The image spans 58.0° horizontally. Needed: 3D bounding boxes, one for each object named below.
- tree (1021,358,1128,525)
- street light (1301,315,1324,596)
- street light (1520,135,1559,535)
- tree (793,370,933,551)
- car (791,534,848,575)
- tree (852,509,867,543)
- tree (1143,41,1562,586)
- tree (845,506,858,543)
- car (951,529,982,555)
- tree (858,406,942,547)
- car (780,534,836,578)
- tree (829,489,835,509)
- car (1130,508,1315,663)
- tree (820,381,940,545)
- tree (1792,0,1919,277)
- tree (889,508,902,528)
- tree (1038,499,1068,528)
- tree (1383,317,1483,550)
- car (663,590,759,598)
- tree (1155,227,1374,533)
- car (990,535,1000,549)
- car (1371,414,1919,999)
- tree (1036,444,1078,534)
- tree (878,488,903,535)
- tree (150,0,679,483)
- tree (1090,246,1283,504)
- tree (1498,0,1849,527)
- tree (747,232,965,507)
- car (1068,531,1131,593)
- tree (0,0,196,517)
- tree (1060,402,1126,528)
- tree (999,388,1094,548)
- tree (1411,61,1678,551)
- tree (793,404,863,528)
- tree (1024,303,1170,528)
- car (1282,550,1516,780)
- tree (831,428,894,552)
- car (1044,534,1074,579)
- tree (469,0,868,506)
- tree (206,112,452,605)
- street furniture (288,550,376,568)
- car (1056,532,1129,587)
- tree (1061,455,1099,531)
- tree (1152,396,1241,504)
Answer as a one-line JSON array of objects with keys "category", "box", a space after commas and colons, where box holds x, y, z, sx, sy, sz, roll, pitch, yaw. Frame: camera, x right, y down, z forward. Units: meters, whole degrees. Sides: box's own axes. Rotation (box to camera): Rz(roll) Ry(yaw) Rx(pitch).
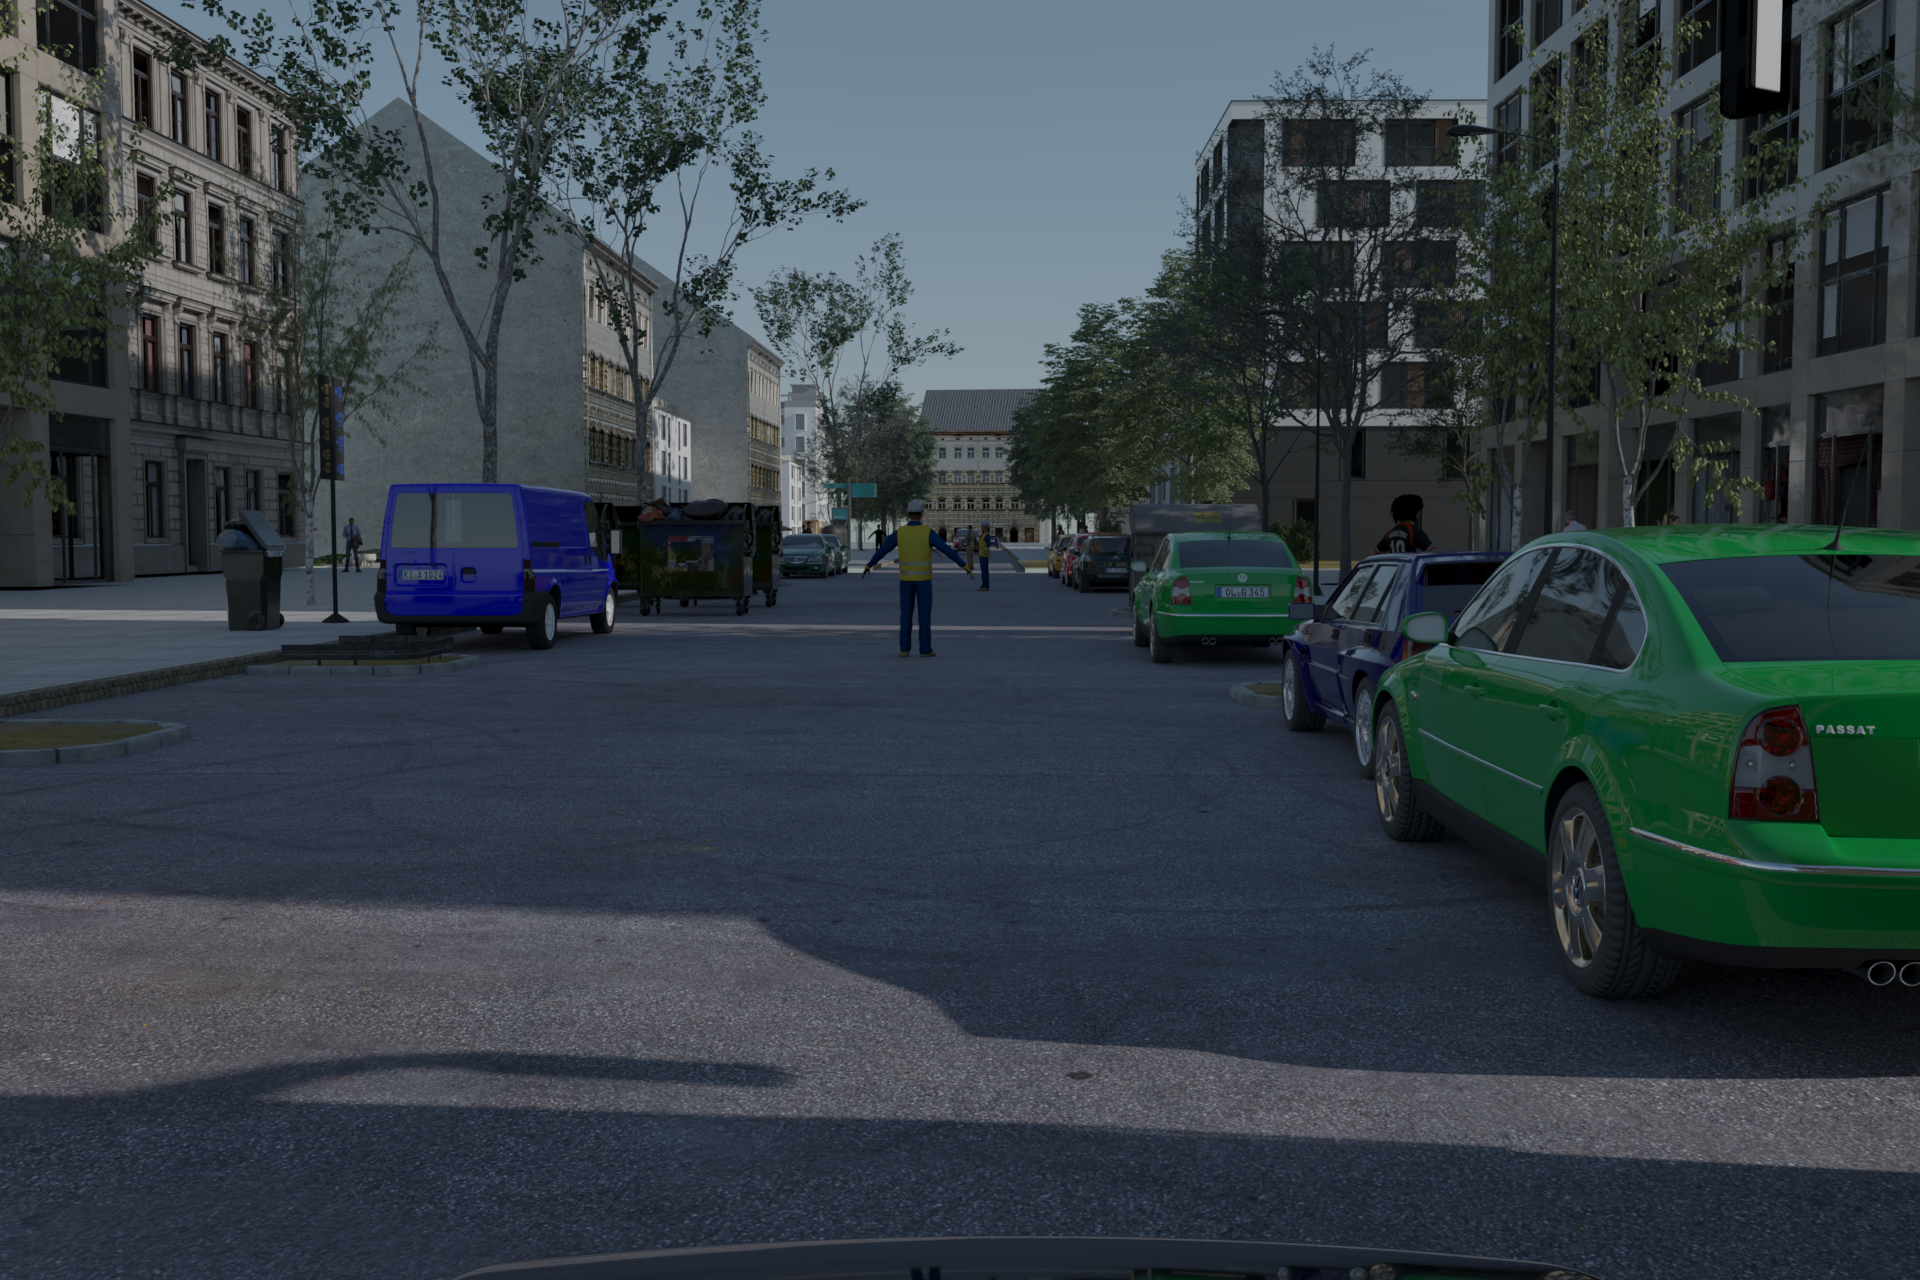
[{"category": "tree", "box": [7.876, -11.885, 112.451, 7.486, 12.596, 7.792, 0, 3, 0]}, {"category": "street light", "box": [7.958, -3.875, 35.897, 1.470, 5.913, 1.316, 0, 4, 1]}, {"category": "street light", "box": [7.297, -2.888, 19.766, 1.470, 5.913, 1.316, 0, 4, 1]}, {"category": "tree", "box": [-7.499, -13.433, 130.000, 12.009, 13.543, 11.850, 0, 3, 0]}, {"category": "car", "box": [-5.070, -3.112, 62.680, 2.131, 1.459, 4.920, 0, 4, 1]}, {"category": "tree", "box": [-14.202, -19.047, 261.774, 4.360, 8.622, 3.978, 0, 3, 0]}, {"category": "tree", "box": [9.637, -8.118, 43.099, 12.009, 13.543, 11.850, 0, 3, 0]}, {"category": "tree", "box": [-15.045, -18.653, 255.335, 4.360, 8.622, 3.978, 0, 3, 0]}, {"category": "car", "box": [0.531, -6.931, 121.990, 2.281, 1.827, 5.304, 0, 4, 1]}, {"category": "tree", "box": [-6.552, -16.149, 170.687, 9.857, 13.997, 8.962, 0, 3, 0]}, {"category": "car", "box": [-5.163, -2.791, 57.436, 2.131, 1.459, 4.920, 0, 4, 1]}, {"category": "tree", "box": [-23.346, -21.524, 262.290, 12.009, 13.543, 11.850, 0, 3, 0]}, {"category": "car", "box": [3.050, -0.722, 20.600, 1.959, 1.807, 4.718, 0, 4, 1]}, {"category": "tree", "box": [-6.484, -14.517, 144.000, 9.857, 13.997, 8.962, 0, 3, 0]}, {"category": "tree", "box": [9.344, -3.847, 13.257, 4.360, 8.622, 3.978, 0, 3, 0]}, {"category": "tree", "box": [-9.162, -18.926, 259.801, 4.737, 8.622, 4.395, 0, 3, 0]}, {"category": "tree", "box": [9.483, -13.182, 165.879, 4.360, 8.622, 3.978, 0, 3, 0]}, {"category": "tree", "box": [21.433, -8.395, 71.672, 7.601, 10.594, 8.767, -3, 5, -44]}, {"category": "car", "box": [-5.724, -1.886, 39.873, 2.155, 1.783, 4.494, 0, 4, 1]}, {"category": "tree", "box": [10.335, -8.139, 58.831, 9.928, 11.665, 9.643, 0, 3, 0]}, {"category": "car", "box": [2.983, -9.684, 170.906, 1.945, 1.354, 3.894, 0, 4, 0]}, {"category": "car", "box": [2.835, 0.129, 6.694, 1.959, 1.807, 4.718, 0, 4, 1]}, {"category": "tree", "box": [8.104, -10.735, 125.886, 4.360, 8.622, 3.978, 0, 3, 0]}, {"category": "tree", "box": [-6.309, -12.415, 153.350, 4.360, 8.622, 3.978, 0, 3, 0]}, {"category": "tree", "box": [-12.891, -11.473, 43.468, 12.611, 20.169, 13.585, 0, 3, 0]}, {"category": "tree", "box": [9.117, -9.248, 69.336, 7.486, 12.596, 7.792, 0, 3, 0]}, {"category": "tree", "box": [8.967, -4.428, 22.761, 4.737, 8.622, 4.395, 0, 3, 0]}, {"category": "tree", "box": [-6.514, -15.450, 108.503, 12.611, 20.169, 13.585, 0, 3, 0]}, {"category": "car", "box": [3.762, -2.066, 43.573, 2.009, 1.686, 4.222, 0, 4, 0]}, {"category": "tree", "box": [-12.216, -4.365, 21.737, 4.737, 8.622, 4.395, 0, 3, 0]}, {"category": "tree", "box": [7.590, -8.801, 94.262, 4.737, 8.622, 4.395, 0, 3, 0]}, {"category": "tree", "box": [8.216, -14.860, 149.616, 9.857, 13.997, 8.962, 0, 3, 0]}, {"category": "tree", "box": [9.232, -4.759, 28.168, 4.737, 8.622, 4.395, 0, 3, 0]}, {"category": "tree", "box": [-7.332, -9.043, 98.218, 4.360, 8.622, 3.978, 0, 3, 0]}, {"category": "tree", "box": [7.007, -10.234, 85.451, 7.486, 12.596, 7.792, 0, 3, 0]}, {"category": "car", "box": [3.226, 0.071, 11.415, 1.945, 1.354, 3.894, 0, 4, 1]}, {"category": "tree", "box": [-7.331, -10.434, 120.956, 4.360, 8.622, 3.978, 0, 3, 0]}, {"category": "car", "box": [3.816, -2.869, 57.124, 2.015, 1.641, 3.980, 0, 4, 0]}, {"category": "tree", "box": [-9.661, -12.415, 58.868, 12.611, 20.169, 13.585, 0, 3, 0]}, {"category": "tree", "box": [-11.937, -4.931, 30.988, 4.360, 8.622, 3.978, 0, 3, 0]}, {"category": "street furniture", "box": [-26.675, -3.361, 70.586, 5.734, 0.657, 10.072, -1, 4, -23]}, {"category": "car", "box": [3.769, -2.404, 48.347, 2.155, 1.783, 4.494, 0, 4, 1]}, {"category": "tree", "box": [8.148, -10.398, 120.363, 4.360, 8.622, 3.978, 0, 3, 0]}, {"category": "tree", "box": [10.159, -7.820, 78.215, 4.360, 8.622, 3.978, 0, 3, 0]}]
